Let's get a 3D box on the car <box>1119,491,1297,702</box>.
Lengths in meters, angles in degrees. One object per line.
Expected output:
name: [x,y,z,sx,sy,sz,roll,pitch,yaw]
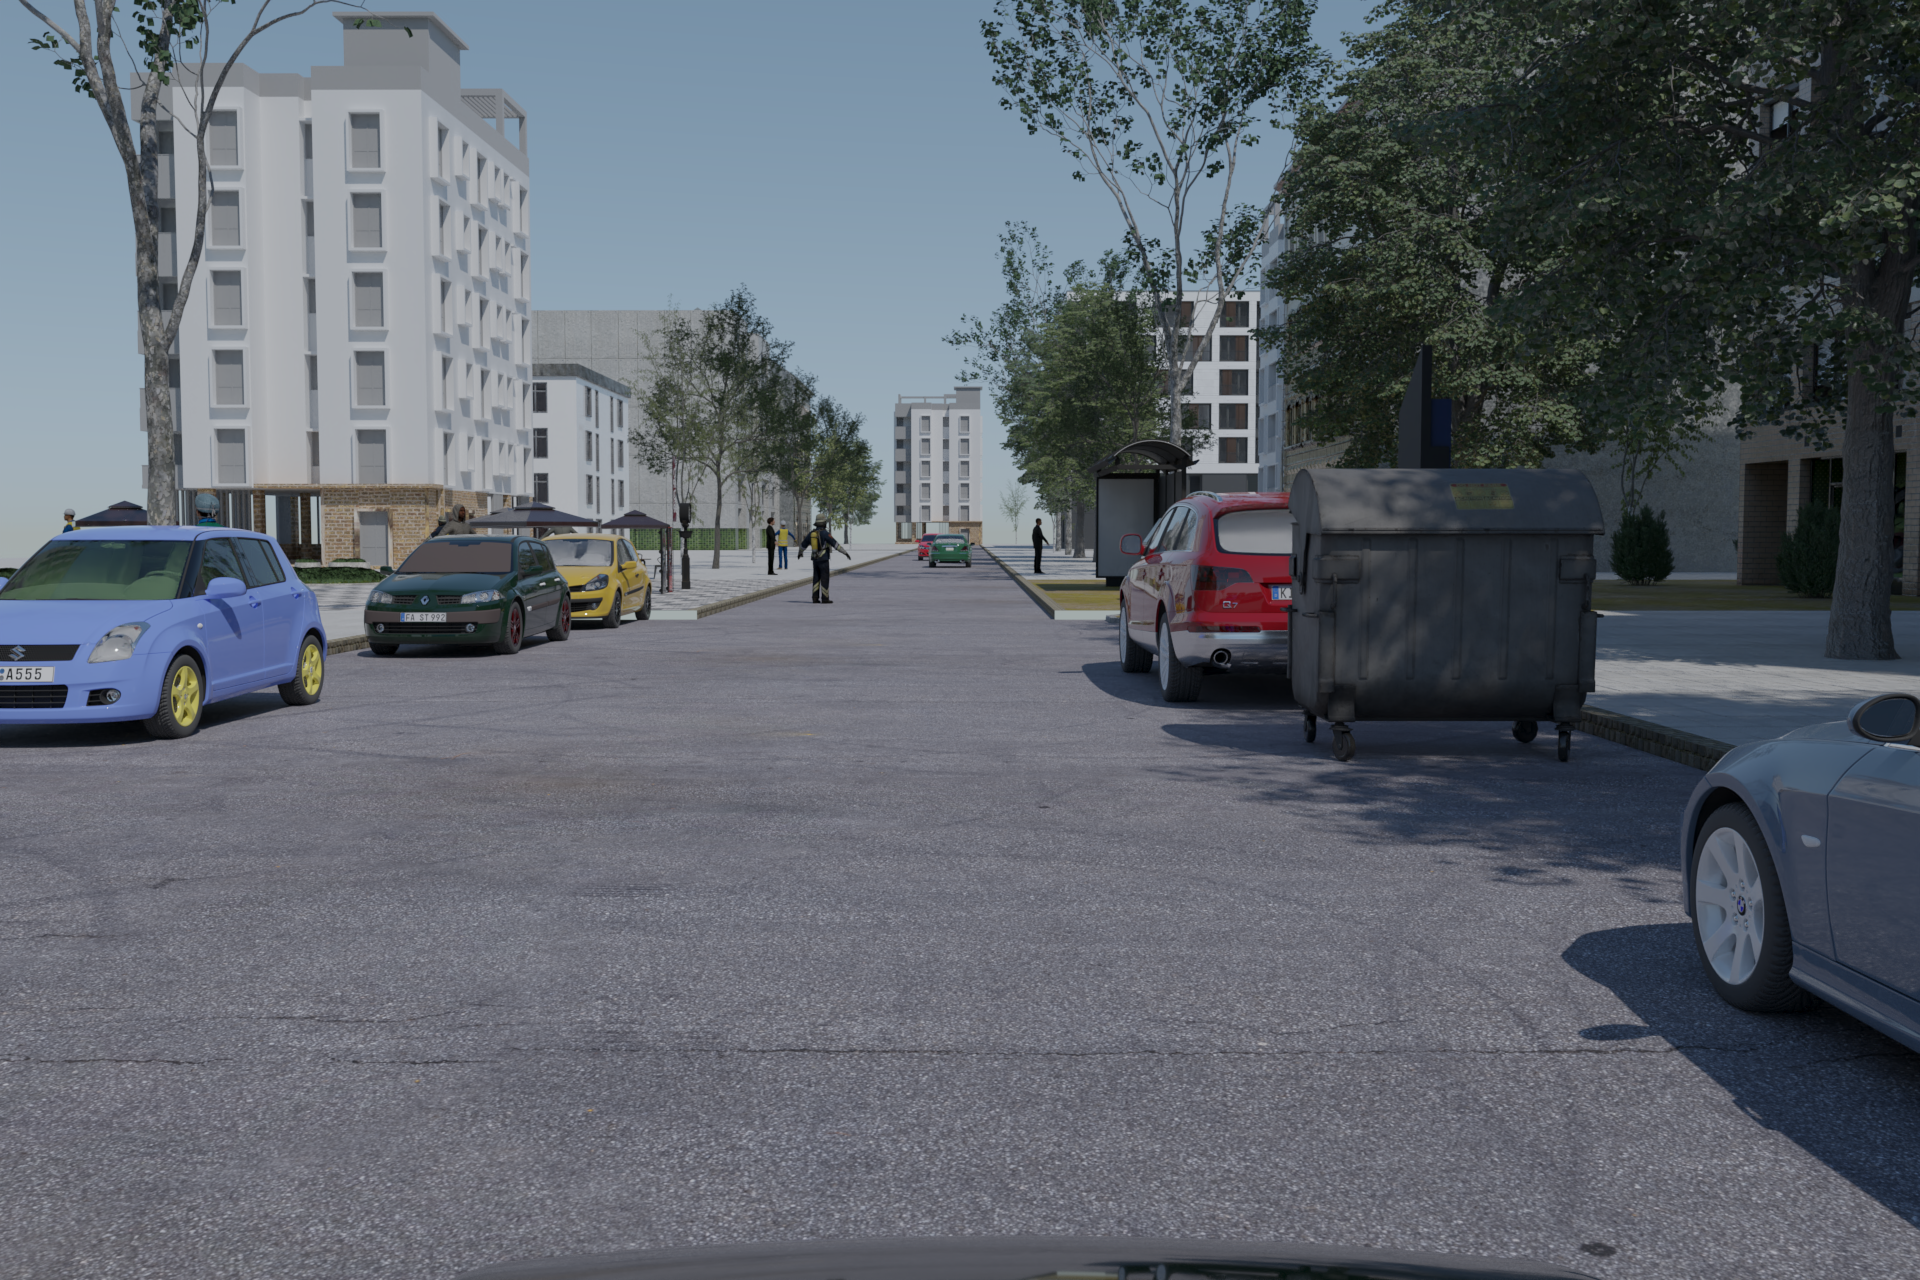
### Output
car: [2.716,-0.468,16.332,2.281,1.827,5.304,0,4,-1]

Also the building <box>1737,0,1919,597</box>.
building: [29.107,-12.992,18.996,21.656,26.213,47.522,0,4,0]

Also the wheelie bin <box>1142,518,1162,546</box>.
wheelie bin: [3.879,-1.551,33.270,0.693,1.594,0.980,0,4,-1]

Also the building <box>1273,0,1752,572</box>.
building: [23.231,-14.396,66.302,19.493,23.208,18.063,0,4,1]

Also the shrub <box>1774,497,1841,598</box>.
shrub: [17.179,-1.854,34.728,1.690,2.028,1.600,0,3,0]

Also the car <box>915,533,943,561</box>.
car: [-1.371,-5.214,94.283,2.155,1.783,4.494,0,4,0]

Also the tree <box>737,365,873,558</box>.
tree: [-8.611,-9.815,94.880,8.767,10.594,7.601,1,4,12]

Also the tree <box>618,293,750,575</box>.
tree: [-8.905,-6.336,53.956,4.360,8.622,3.978,0,3,0]

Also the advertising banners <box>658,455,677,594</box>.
advertising banners: [-6.370,-2.552,37.906,0.090,3.025,2.074,0,4,1]

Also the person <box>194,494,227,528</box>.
person: [-7.175,-0.484,16.494,0.704,1.817,1.347,3,4,38]

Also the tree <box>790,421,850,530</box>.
tree: [-8.419,-9.540,106.334,4.737,8.622,4.395,0,3,0]

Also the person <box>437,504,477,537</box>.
person: [-8.849,-1.503,30.702,0.705,1.813,1.348,2,4,35]

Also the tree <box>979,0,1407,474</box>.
tree: [7.614,-11.844,49.543,12.611,20.169,13.585,0,3,0]

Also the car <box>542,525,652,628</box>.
car: [-6.033,-1.057,27.504,2.015,1.641,3.980,0,4,0]

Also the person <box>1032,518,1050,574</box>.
person: [2.561,-3.050,56.088,0.704,1.802,1.346,-1,4,-18]

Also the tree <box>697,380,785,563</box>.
tree: [-8.862,-7.683,75.984,4.360,8.622,3.978,0,3,0]

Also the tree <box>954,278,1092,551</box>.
tree: [6.366,-16.659,128.260,12.611,20.169,13.585,0,3,0]

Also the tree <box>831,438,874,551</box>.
tree: [-8.385,-11.104,131.918,4.737,8.622,4.395,0,3,0]

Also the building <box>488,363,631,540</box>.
building: [-23.395,-9.614,99.340,9.099,9.664,28.070,0,4,0]

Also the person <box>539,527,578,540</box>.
person: [-9.302,-2.095,40.525,1.348,1.796,0.705,-1,4,-16]

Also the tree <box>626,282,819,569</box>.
tree: [-8.666,-7.900,63.583,7.601,10.594,8.767,-1,4,-12]

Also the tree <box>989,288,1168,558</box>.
tree: [6.377,-11.322,91.769,9.857,13.997,8.962,0,3,0]

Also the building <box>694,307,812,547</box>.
building: [-25.372,-21.191,177.399,19.493,23.208,18.063,0,4,0]

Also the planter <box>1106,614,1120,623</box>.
planter: [3.409,-0.442,28.365,1.991,0.319,1.994,0,3,0]

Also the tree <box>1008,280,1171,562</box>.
tree: [6.008,-9.799,78.343,7.486,12.596,7.792,0,3,0]

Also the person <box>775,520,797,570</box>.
person: [-6.433,-3.434,62.607,1.216,1.772,0.721,-2,4,-30]

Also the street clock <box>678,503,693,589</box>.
street clock: [-6.374,-2.181,40.234,0.358,2.002,0.471,0,4,0]

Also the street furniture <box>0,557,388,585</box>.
street furniture: [-19.927,-1.770,44.565,10.072,0.657,5.734,-1,4,-15]

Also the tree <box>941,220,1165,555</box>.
tree: [5.290,-15.312,106.232,12.611,20.169,13.585,0,3,0]

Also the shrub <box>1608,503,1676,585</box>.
shrub: [17.140,-2.412,43.481,1.661,2.075,1.752,0,3,0]

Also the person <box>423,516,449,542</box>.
person: [-16.100,-2.939,53.840,0.705,1.856,1.354,3,5,41]

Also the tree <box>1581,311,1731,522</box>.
tree: [18.905,-5.978,48.095,4.737,8.622,4.395,0,3,0]

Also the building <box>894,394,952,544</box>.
building: [-8.084,-22.397,225.070,11.380,20.090,16.016,-1,4,-8]

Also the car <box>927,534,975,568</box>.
car: [-0.406,-3.873,75.129,2.131,1.459,4.920,0,4,1]

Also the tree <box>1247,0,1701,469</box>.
tree: [10.490,-7.920,36.156,9.857,13.997,8.962,0,3,0]

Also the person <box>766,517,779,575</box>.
person: [-5.879,-2.934,54.164,0.705,1.806,1.347,-1,4,-14]

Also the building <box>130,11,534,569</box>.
building: [-24.117,-12.711,64.253,16.016,20.090,11.380,0,4,1]

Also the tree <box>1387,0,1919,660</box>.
tree: [9.252,-6.786,17.607,9.857,13.997,8.962,0,3,0]

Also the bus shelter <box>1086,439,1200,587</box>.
bus shelter: [4.095,-2.799,39.683,2.014,3.302,5.546,0,3,0]

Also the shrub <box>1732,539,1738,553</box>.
shrub: [20.945,-2.492,44.790,1.661,2.075,1.752,0,3,0]

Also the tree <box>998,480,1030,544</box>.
tree: [7.558,-16.805,225.124,4.360,8.622,3.978,0,3,0]

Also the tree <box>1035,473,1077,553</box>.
tree: [6.308,-10.235,117.704,4.360,8.622,3.978,0,3,0]

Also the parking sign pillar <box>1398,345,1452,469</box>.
parking sign pillar: [6.792,-2.260,25.428,1.447,3.967,1.447,0,4,0]

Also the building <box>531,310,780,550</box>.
building: [-26.076,-17.512,152.770,16.747,18.905,31.486,0,4,0]

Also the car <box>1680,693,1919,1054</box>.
car: [3.172,0.506,3.732,2.014,1.417,4.499,0,4,0]

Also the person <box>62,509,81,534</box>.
person: [-19.323,-1.934,37.584,0.705,1.833,1.349,0,4,-5]

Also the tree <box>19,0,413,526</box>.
tree: [-12.464,-10.262,23.678,12.611,20.169,13.585,0,3,0]

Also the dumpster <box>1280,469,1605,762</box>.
dumpster: [3.115,-0.193,11.370,1.865,1.857,1.264,0,4,0]

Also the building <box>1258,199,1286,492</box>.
building: [22.257,-14.793,98.288,16.016,20.090,11.380,0,3,0]

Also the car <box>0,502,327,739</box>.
car: [-6.261,-0.223,13.240,1.945,1.707,3.694,0,3,0]

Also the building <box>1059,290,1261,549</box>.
building: [22.907,-19.435,161.739,27.936,21.610,32.646,0,3,0]

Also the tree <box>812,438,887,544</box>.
tree: [-14.381,-19.165,220.005,9.857,13.997,8.962,0,3,0]

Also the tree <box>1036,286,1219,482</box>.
tree: [6.316,-8.042,65.906,7.601,10.594,8.767,-2,4,-25]

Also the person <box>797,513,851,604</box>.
person: [-2.850,-1.679,35.683,1.354,1.856,0.705,2,4,33]

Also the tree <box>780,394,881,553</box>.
tree: [-8.959,-11.093,115.787,8.767,10.594,7.601,3,5,44]

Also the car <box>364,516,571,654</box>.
car: [-6.130,-0.738,21.849,2.009,1.686,4.222,0,4,0]
